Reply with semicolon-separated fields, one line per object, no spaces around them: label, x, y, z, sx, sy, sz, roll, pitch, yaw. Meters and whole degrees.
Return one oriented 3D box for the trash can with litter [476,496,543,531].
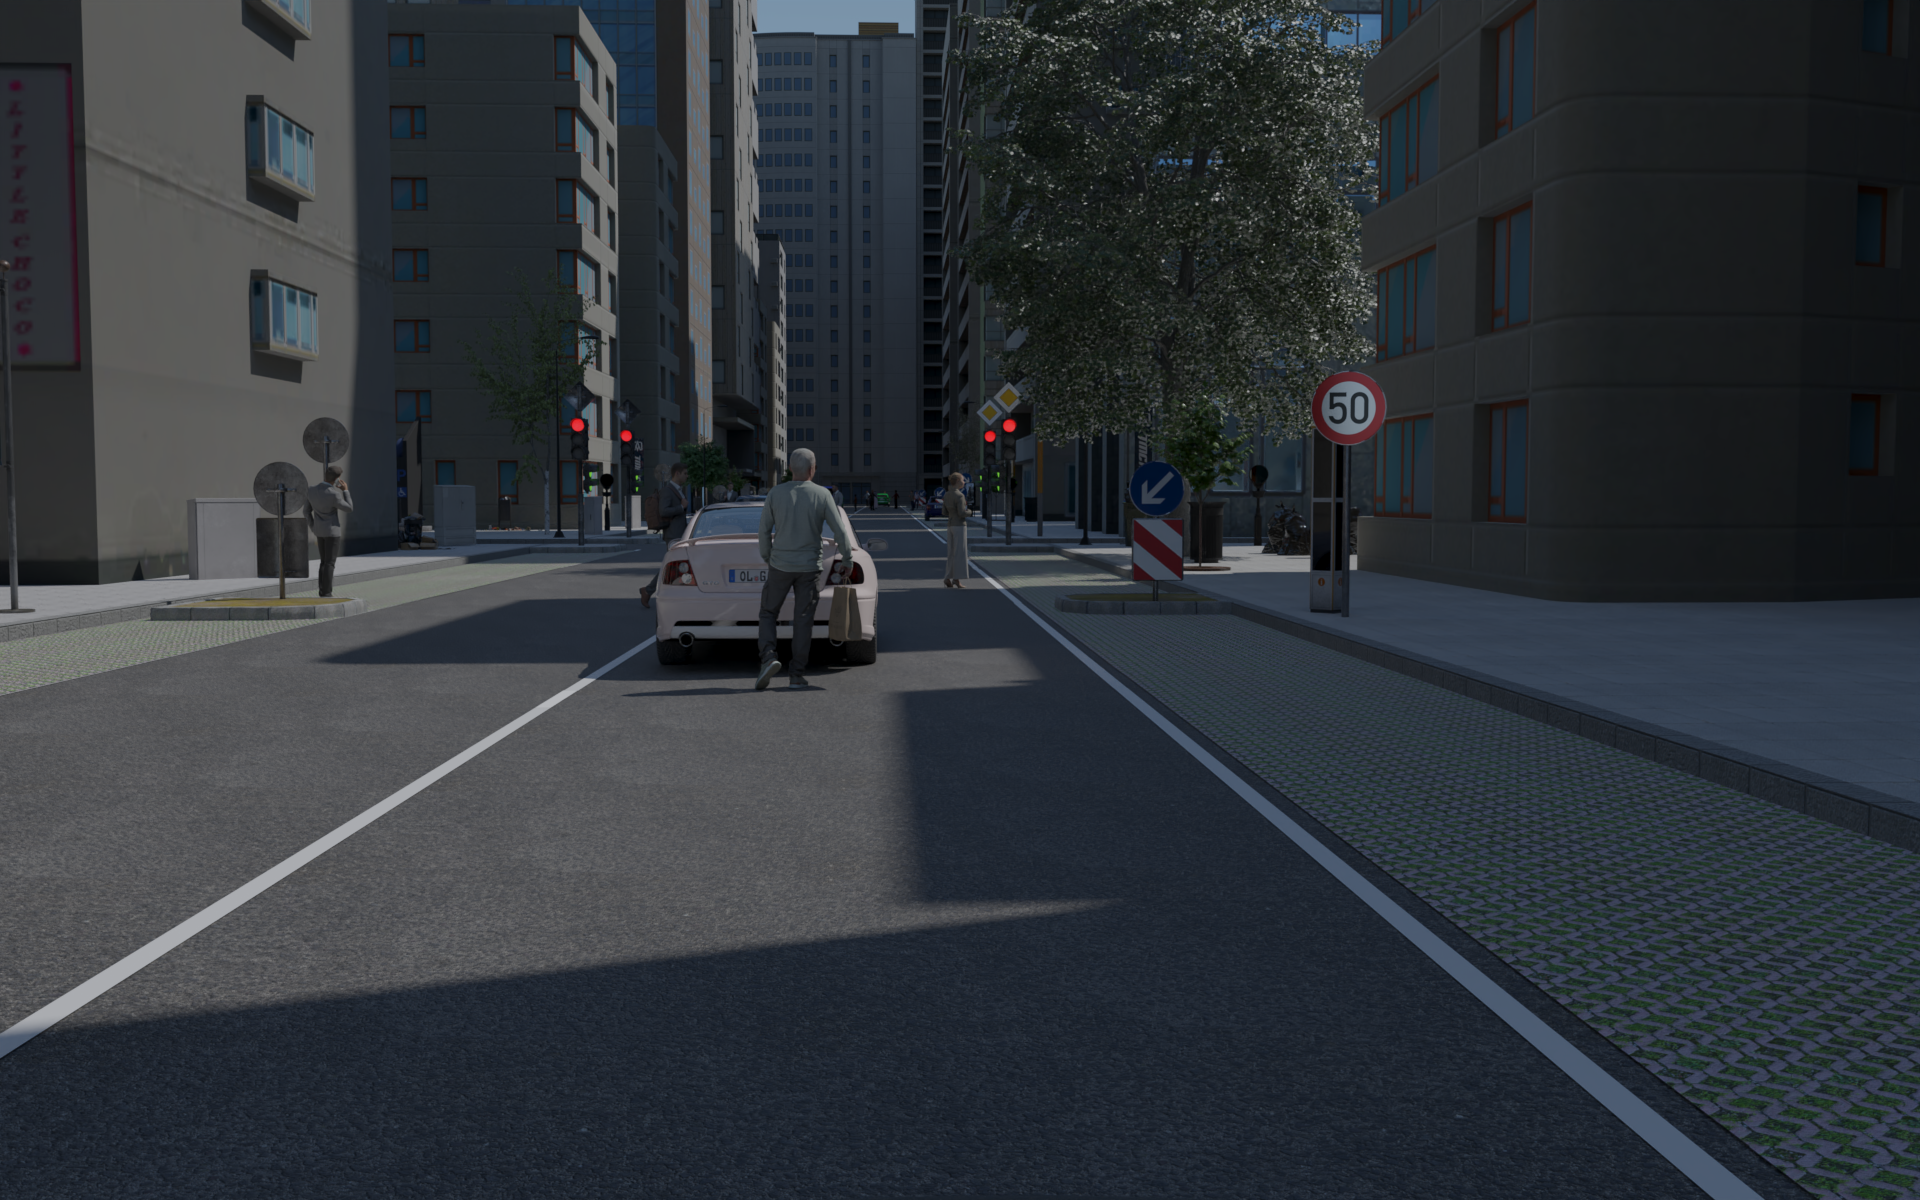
trash can with litter;-15.715;-3.038;60.734;2.233;1.210;1.678;2;4;24

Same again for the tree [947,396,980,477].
tree;0.765;-10.986;129.979;4.360;8.622;3.978;0;3;0

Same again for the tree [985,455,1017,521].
tree;1.631;-5.420;83.224;1.663;3.219;1.824;0;3;0

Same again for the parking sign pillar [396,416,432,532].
parking sign pillar;-18.940;-4.346;59.529;1.447;3.967;1.447;0;4;5

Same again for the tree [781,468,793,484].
tree;-17.596;-12.307;184.930;4.285;4.588;4.351;0;3;0

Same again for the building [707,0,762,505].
building;-30.315;-33.579;138.254;28.713;52.752;27.495;0;4;-2

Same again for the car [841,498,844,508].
car;-11.242;-8.865;153.734;1.959;1.807;4.718;0;4;-4

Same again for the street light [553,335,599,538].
street light;-11.248;-4.785;50.778;1.470;5.913;1.316;0;4;-2

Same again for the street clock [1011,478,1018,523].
street clock;2.351;-4.476;77.757;0.471;2.002;0.358;1;4;13

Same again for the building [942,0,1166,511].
building;9.273;-33.207;166.635;21.300;48.544;21.600;0;4;-2

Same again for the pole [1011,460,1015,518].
pole;2.831;-6.010;92.101;0.158;3.312;0.155;0;3;0

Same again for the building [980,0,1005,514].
building;8.283;-26.465;116.294;14.154;41.232;14.086;0;4;-2

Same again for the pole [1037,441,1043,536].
pole;2.425;-3.578;52.347;0.158;3.312;0.155;0;3;0

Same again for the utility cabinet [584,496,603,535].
utility cabinet;-11.620;-2.672;54.844;0.306;1.237;1.020;-2;4;-29

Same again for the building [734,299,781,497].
building;-32.089;-19.710;167.301;27.650;21.520;28.899;0;4;-2

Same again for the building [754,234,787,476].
building;-26.538;-25.786;193.297;14.107;30.474;14.160;0;4;-2

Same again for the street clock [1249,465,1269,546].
street clock;7.373;-2.339;42.821;0.471;2.002;0.358;0;4;5

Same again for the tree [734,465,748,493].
tree;-14.915;-7.297;113.899;1.663;3.219;1.824;0;3;0

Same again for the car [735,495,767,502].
car;-6.360;-2.594;54.410;2.014;1.417;4.499;0;4;-3

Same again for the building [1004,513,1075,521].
building;13.698;-28.549;90.484;21.300;48.544;21.600;0;4;-2

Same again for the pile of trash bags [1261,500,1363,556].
pile of trash bags;7.538;-1.627;36.349;1.912;1.369;3.447;0;4;-1

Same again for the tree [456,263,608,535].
tree;-13.298;-6.372;54.543;4.737;8.622;4.395;0;3;0

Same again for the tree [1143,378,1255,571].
tree;4.170;-2.108;29.062;1.663;3.219;1.824;0;3;0

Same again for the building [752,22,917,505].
building;-19.746;-41.467;219.979;28.212;58.520;21.231;0;4;-2

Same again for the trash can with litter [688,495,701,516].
trash can with litter;-15.595;-5.469;100.483;2.233;1.210;1.678;0;4;-1

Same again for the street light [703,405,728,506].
street light;-12.817;-7.216;90.515;1.470;5.913;1.316;0;4;-2

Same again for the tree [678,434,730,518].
tree;-13.980;-6.737;93.861;4.285;4.588;4.351;0;3;0

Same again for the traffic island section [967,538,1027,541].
traffic island section;0.898;-1.789;51.534;2.009;0.180;2.903;0;4;-2

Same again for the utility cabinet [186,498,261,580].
utility cabinet;-11.150;-0.924;26.266;0.306;1.237;1.020;3;5;41

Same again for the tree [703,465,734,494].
tree;-14.649;-6.681;103.827;1.663;3.219;1.824;0;3;0

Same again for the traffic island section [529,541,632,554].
traffic island section;-9.443;-1.274;43.106;2.009;0.180;2.903;0;4;-2

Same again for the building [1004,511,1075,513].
building;10.897;-31.891;145.125;21.300;48.544;21.600;0;4;-2

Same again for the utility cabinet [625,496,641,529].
utility cabinet;-12.190;-3.263;64.506;0.306;1.237;1.020;0;4;8

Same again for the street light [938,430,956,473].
street light;-0.885;-9.395;126.149;1.470;5.913;1.316;0;4;-2

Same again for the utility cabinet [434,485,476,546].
utility cabinet;-12.480;-2.090;42.850;0.318;1.500;1.173;2;4;25

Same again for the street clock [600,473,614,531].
street clock;-12.346;-3.425;60.563;0.471;2.002;0.358;-1;4;-18

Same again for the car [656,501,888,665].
car;-1.698;-0.220;15.961;2.083;1.381;4.827;0;4;-3

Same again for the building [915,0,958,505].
building;4.650;-47.841;220.457;20.611;71.187;20.563;0;4;-2

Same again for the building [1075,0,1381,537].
building;19.833;-45.729;60.335;31.000;86.520;22.319;0;4;-2

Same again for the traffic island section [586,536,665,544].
traffic island section;-9.784;-1.762;51.084;2.009;0.180;2.903;0;4;-2

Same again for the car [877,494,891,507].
car;-8.857;-11.501;196.841;1.959;1.807;4.718;0;4;-2

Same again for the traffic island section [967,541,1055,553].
traffic island section;1.239;-1.301;43.557;2.009;0.180;2.903;0;4;-2

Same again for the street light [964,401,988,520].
street light;0.886;-6.978;86.630;1.470;5.913;1.316;0;4;-2

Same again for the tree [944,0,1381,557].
tree;4.359;-7.861;35.190;9.857;13.997;8.962;0;3;0

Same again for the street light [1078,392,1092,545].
street light;2.623;-4.339;43.489;1.470;5.913;1.316;0;4;-2

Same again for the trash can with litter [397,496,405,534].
trash can with litter;-18.283;-2.747;55.978;1.678;1.210;2.233;-1;4;-20

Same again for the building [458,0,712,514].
building;-24.220;-28.428;114.903;14.600;45.320;14.200;0;4;-2

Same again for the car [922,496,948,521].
car;-1.034;-4.895;92.616;1.945;1.354;3.894;0;4;-2
